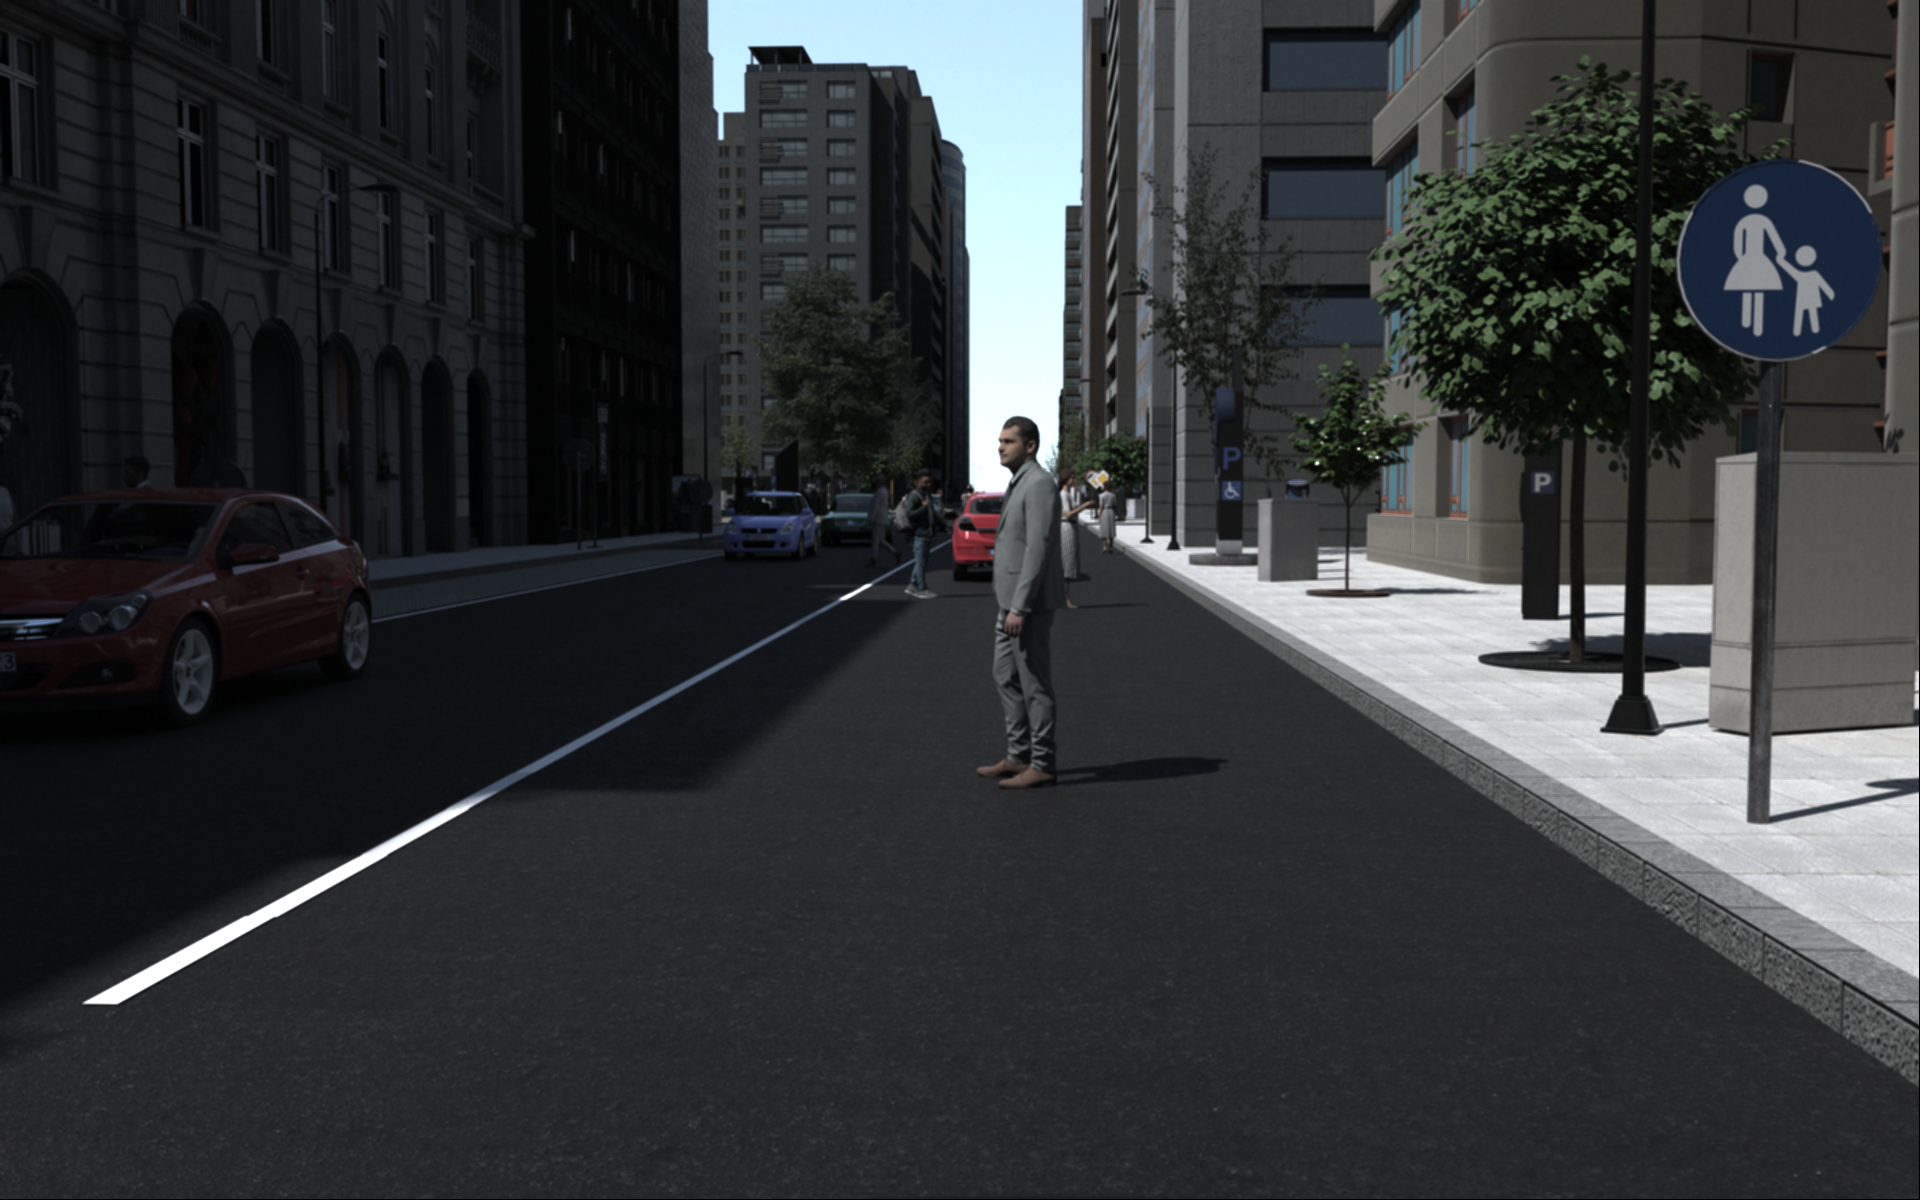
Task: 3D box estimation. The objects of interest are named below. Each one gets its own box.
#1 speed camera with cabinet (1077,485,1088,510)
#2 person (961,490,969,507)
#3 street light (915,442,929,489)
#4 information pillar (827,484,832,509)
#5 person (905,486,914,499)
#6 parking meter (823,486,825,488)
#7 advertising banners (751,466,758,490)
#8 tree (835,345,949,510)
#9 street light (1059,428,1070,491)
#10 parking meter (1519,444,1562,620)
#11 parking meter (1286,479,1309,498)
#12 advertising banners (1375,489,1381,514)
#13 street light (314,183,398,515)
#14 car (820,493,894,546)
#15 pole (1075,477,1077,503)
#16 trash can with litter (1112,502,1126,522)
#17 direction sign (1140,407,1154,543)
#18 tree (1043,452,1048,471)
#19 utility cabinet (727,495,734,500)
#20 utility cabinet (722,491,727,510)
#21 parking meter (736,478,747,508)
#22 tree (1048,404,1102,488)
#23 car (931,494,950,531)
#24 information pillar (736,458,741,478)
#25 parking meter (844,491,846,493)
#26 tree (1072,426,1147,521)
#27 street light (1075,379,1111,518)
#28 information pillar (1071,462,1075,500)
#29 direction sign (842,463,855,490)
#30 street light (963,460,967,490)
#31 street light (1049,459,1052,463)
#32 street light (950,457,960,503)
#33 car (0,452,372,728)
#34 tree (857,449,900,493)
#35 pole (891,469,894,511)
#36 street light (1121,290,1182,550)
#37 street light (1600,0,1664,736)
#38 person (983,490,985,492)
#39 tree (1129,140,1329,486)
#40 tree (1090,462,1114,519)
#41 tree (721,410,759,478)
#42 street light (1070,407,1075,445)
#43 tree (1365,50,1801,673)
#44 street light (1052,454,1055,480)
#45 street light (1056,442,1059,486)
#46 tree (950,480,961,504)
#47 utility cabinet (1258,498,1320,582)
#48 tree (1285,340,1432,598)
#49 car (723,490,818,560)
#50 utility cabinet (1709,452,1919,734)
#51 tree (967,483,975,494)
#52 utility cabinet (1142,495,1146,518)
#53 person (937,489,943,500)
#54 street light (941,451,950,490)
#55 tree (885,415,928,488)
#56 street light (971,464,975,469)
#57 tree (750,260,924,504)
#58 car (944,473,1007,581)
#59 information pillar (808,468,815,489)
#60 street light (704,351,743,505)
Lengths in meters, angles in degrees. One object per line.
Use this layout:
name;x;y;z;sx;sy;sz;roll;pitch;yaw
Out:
speed camera with cabinet;9.537;-8.656;135.859;0.660;3.252;2.038;1;4;20
person;0.360;-6.204;110.771;0.563;1.720;0.643;0;4;7
street light;-3.466;-11.200;155.666;1.470;5.913;1.316;0;4;2
information pillar;-9.042;-7.111;120.760;0.304;2.012;0.304;-2;4;-34
person;-2.541;-4.949;89.264;0.661;1.843;0.795;-2;4;-31
parking meter;-8.879;-6.467;111.439;0.399;1.863;0.255;0;4;2
advertising banners;-12.320;-6.892;108.867;0.090;3.025;2.074;3;5;43
tree;-5.479;-13.976;138.880;12.009;13.543;11.850;0;3;0
street light;7.941;-9.158;122.277;1.470;5.913;1.316;0;4;2
parking meter;5.924;-0.734;17.704;0.399;1.863;0.255;1;4;17
parking meter;5.548;-1.228;28.486;0.372;1.533;0.369;0;3;0
advertising banners;28.092;-7.276;115.143;0.090;3.025;2.074;2;4;31
street light;-9.095;-3.273;26.055;1.470;5.913;1.316;0;4;2
car;-2.898;-2.473;49.232;1.959;1.807;4.718;0;4;2
pole;7.950;-7.642;118.788;0.158;3.312;0.155;0;3;0
trash can with litter;7.146;-4.205;80.135;1.055;1.170;0.624;-2;4;-29
direction sign;4.922;-3.269;45.448;0.379;3.537;0.876;0;4;7
tree;13.500;-17.569;237.614;4.737;8.622;4.395;0;3;0
utility cabinet;-17.032;-7.053;126.476;1.020;1.237;0.306;-1;4;-10
utility cabinet;-15.346;-6.332;112.202;0.318;1.500;1.173;-1;4;-19
parking meter;-7.869;-3.470;62.453;0.255;1.863;0.399;1;4;17
tree;9.837;-11.671;141.177;4.737;8.622;4.395;0;3;0
car;-1.387;-3.527;67.885;2.015;1.641;3.980;0;4;1
information pillar;-14.544;-7.493;113.860;0.183;3.616;0.504;1;4;21
parking meter;-8.206;-7.140;125.143;0.372;1.533;0.369;0;3;0
tree;7.968;-6.133;83.983;4.285;4.588;4.351;0;3;0
street light;5.509;-5.954;69.884;1.470;5.913;1.316;0;4;2
information pillar;8.159;-8.189;125.251;0.183;3.616;0.504;-2;4;-24
direction sign;-6.542;-6.772;102.712;0.876;3.537;0.379;-1;4;-12
street light;0.142;-16.256;238.330;1.470;5.913;1.316;0;4;2
street light;11.195;-13.810;198.340;1.470;5.913;1.316;0;4;2
street light;-0.760;-14.914;216.391;1.470;5.913;1.316;0;4;2
car;-5.581;-0.180;11.978;2.155;1.783;4.494;0;4;1
tree;-5.854;-8.191;117.633;4.285;4.588;4.351;0;3;0
pole;-5.053;-8.304;129.612;0.158;3.312;0.155;0;3;0
street light;4.359;-4.098;39.547;1.470;5.913;1.316;0;4;2
street light;3.095;-2.243;9.216;1.470;5.913;1.316;0;4;2
person;2.449;-10.447;179.322;0.705;1.822;1.348;2;4;29
tree;5.497;-5.248;36.170;4.360;8.622;3.978;0;3;0
tree;7.421;-5.803;89.473;1.663;3.219;1.824;0;3;0
tree;-19.258;-12.250;150.646;4.737;8.622;4.395;0;3;0
street light;6.727;-7.303;91.943;1.470;5.913;1.316;0;4;2
tree;4.753;-1.789;12.967;4.285;4.588;4.351;0;3;0
street light;9.921;-11.907;167.224;1.470;5.913;1.316;0;4;2
street light;9.357;-11.049;153.188;1.470;5.913;1.316;0;4;2
tree;-0.935;-14.463;231.064;1.663;3.219;1.824;0;3;0
utility cabinet;4.853;-0.884;25.623;1.020;1.237;0.306;-3;4;-37
tree;4.867;-1.675;21.982;1.663;3.219;1.824;0;3;0
car;-4.216;-1.785;38.772;1.945;1.707;3.694;0;4;3
utility cabinet;4.649;-0.046;9.425;1.173;1.500;0.318;-1;4;-21
tree;1.740;-17.986;288.664;1.663;3.219;1.824;0;3;0
utility cabinet;10.372;-5.064;93.963;1.020;1.237;0.306;0;4;-6
person;-1.703;-8.475;147.042;0.580;1.828;0.573;1;4;16
street light;-2.147;-13.055;185.995;1.470;5.913;1.316;0;4;2
tree;-4.611;-12.318;151.753;4.737;8.622;4.395;0;3;0
street light;1.550;-18.149;269.273;1.470;5.913;1.316;0;4;2
tree;-6.765;-11.464;94.097;9.857;13.997;8.962;0;3;0
car;0.783;-1.285;30.056;2.155;1.783;4.494;0;4;1
information pillar;-12.494;-9.508;146.815;0.504;3.616;0.183;-2;4;-25
street light;-7.745;-5.128;56.382;1.470;5.913;1.316;0;4;2
